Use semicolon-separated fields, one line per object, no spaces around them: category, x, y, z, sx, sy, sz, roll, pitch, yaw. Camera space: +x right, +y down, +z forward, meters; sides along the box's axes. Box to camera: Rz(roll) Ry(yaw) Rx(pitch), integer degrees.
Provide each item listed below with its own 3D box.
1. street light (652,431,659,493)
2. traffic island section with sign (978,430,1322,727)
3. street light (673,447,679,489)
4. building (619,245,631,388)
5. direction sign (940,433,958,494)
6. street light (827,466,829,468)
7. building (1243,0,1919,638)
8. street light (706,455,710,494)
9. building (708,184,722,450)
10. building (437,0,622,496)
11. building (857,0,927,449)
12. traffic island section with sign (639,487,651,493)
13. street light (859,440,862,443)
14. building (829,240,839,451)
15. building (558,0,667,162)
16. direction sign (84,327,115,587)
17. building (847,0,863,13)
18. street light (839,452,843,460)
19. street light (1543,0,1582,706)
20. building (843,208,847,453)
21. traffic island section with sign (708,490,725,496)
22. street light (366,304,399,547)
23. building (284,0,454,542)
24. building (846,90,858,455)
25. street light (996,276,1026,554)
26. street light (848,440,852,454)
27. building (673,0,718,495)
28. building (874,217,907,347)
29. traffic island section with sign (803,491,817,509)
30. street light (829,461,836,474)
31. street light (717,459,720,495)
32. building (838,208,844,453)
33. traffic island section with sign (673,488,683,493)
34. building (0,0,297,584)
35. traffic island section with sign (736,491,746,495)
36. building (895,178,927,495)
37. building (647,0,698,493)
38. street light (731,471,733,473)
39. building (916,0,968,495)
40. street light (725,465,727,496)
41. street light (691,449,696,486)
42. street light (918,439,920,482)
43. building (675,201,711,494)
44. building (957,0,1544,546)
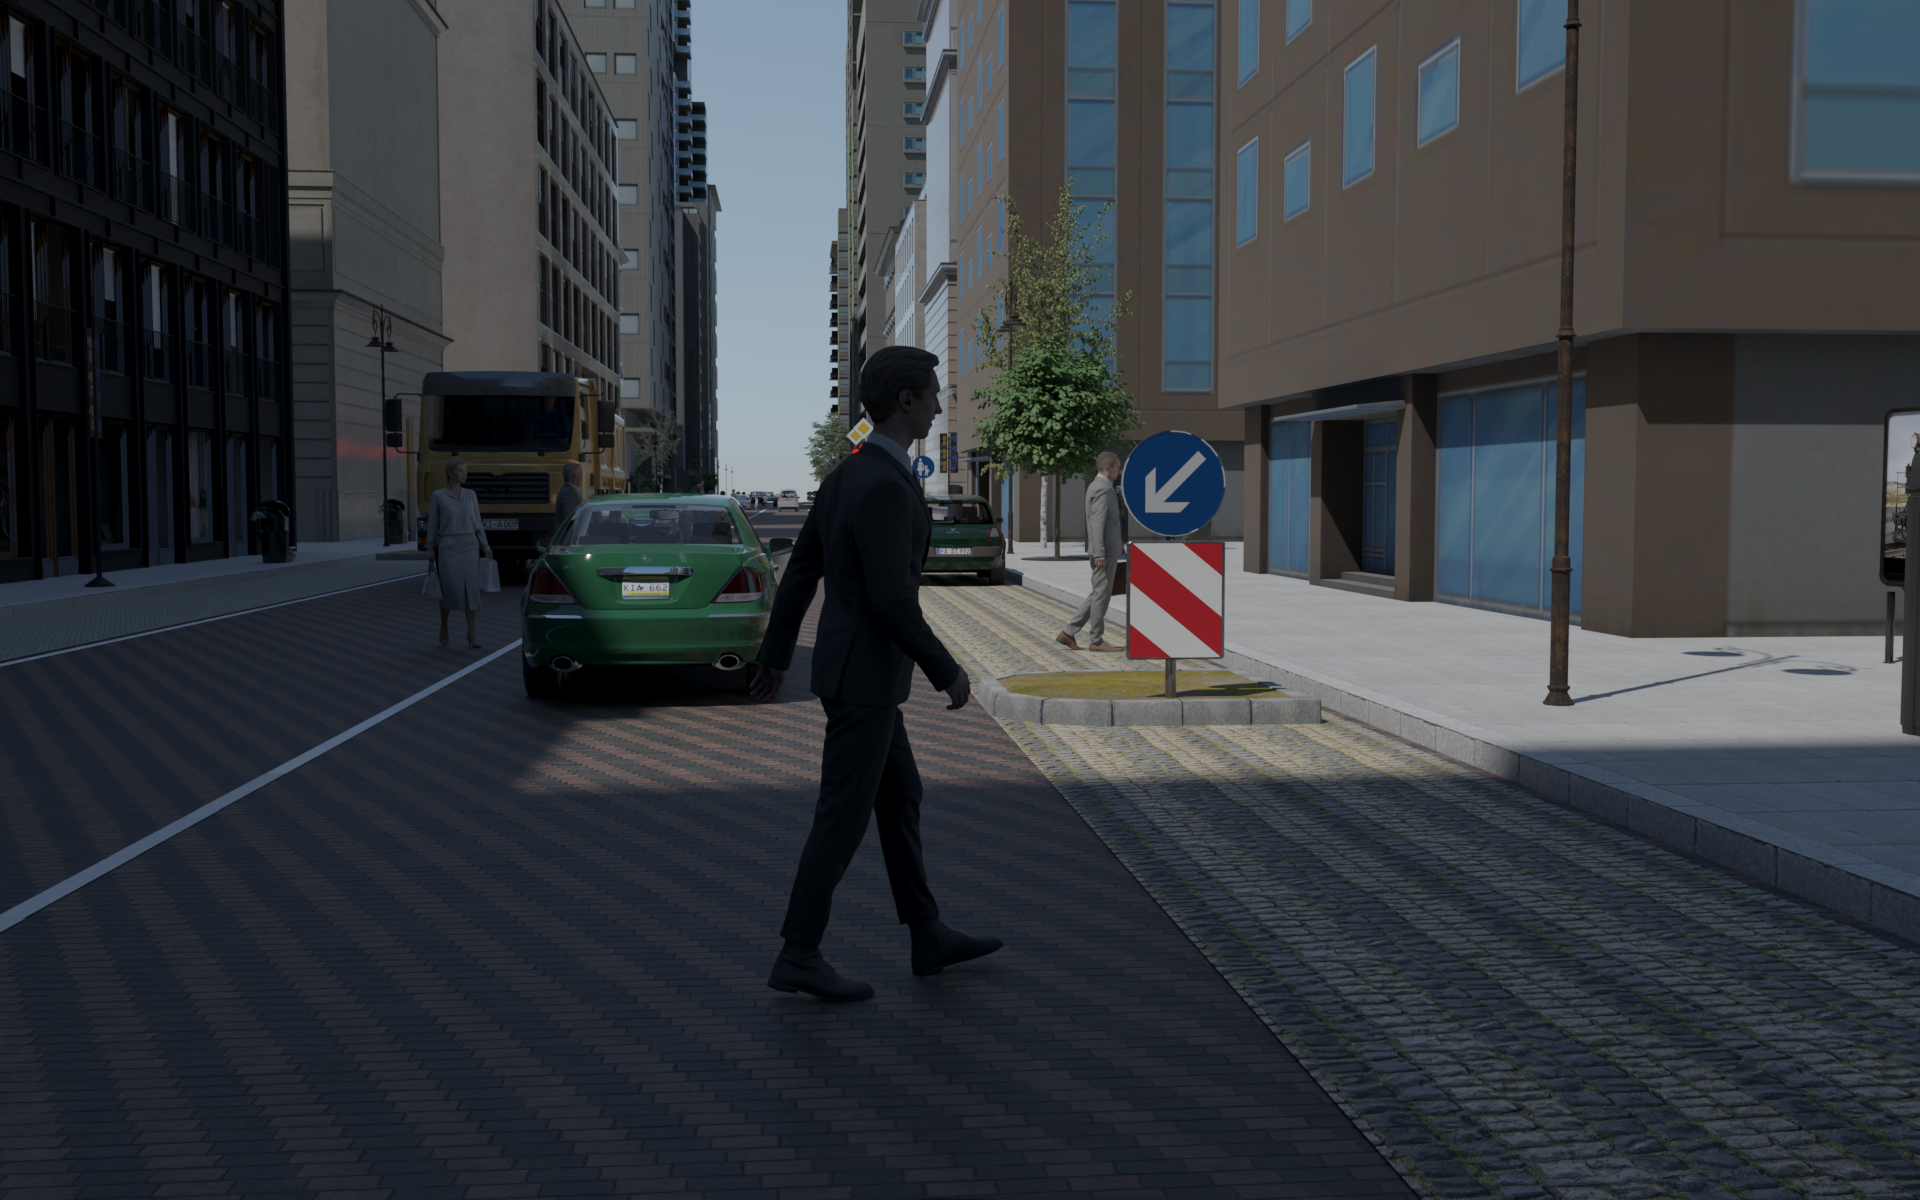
street light;-21.868;-9.291;124.698;0.468;5.910;1.993;0;4;-5
traffic island section with sign;1.156;-0.180;11.565;1.989;1.847;2.006;0;4;-5
street light;-24.189;-10.675;147.323;0.468;5.910;1.993;0;4;-5
building;-28.529;-17.015;114.346;11.583;22.565;21.152;0;4;-5
direction sign;-0.412;-4.424;64.331;0.876;3.537;0.379;3;5;41
street light;-16.793;-15.273;222.504;0.468;5.910;1.993;0;4;-5
building;11.853;-22.702;21.293;14.600;45.320;14.200;0;4;-5
street light;-29.097;-13.873;199.602;0.468;5.910;1.993;0;4;-5
building;-54.033;-42.613;285.954;28.713;52.752;27.495;0;4;-5
building;-28.453;-17.247;86.510;19.350;26.468;34.151;0;4;-5
building;1.473;-32.905;161.700;21.300;48.544;21.600;0;4;-5
traffic island section with sign;-16.943;-5.190;93.478;1.989;1.847;2.006;0;4;-5
street light;-6.841;-8.968;119.412;0.468;5.910;1.993;0;4;-5
building;-10.832;-38.982;291.972;22.147;44.769;28.867;0;4;-5
building;-40.872;-34.752;157.426;28.713;52.752;27.495;0;4;-5
direction sign;-11.937;-1.953;23.923;0.379;3.537;0.876;-1;4;-16
building;-5.299;-47.252;210.828;20.563;71.187;20.611;0;4;-5
street light;-11.676;-12.060;169.968;0.468;5.910;1.993;0;4;-5
street light;3.646;-2.299;10.374;0.468;5.910;1.993;0;4;-5
building;-5.482;-31.205;193.793;14.154;41.232;14.086;0;4;-5
traffic island section with sign;-24.160;-9.790;168.698;1.989;1.847;2.006;0;4;-5
street light;-14.041;-4.247;42.227;0.468;5.910;1.993;0;4;-5
building;-31.456;-13.346;51.486;30.059;22.955;16.112;0;4;-5
building;-4.190;-30.317;179.273;14.154;41.232;14.086;0;4;-5
street light;1.081;-3.923;36.932;0.468;5.910;1.993;0;4;-5
street light;-9.183;-10.552;145.307;0.468;5.910;1.993;0;4;-5
building;-47.141;-57.712;256.255;22.319;86.520;31.000;0;4;-5
building;-0.964;-16.883;126.941;10.553;20.767;40.483;0;4;-5
traffic island section with sign;-16.676;-11.565;197.714;1.989;1.847;2.006;0;4;-5
street light;-14.246;-13.657;196.082;0.468;5.910;1.993;0;4;-5
street light;-32.093;-15.746;230.236;0.468;5.910;1.993;0;4;-5
building;-10.594;-34.637;249.902;14.154;41.232;14.086;0;4;-5
traffic island section with sign;-19.538;-6.839;120.440;1.989;1.847;2.006;0;4;-5
building;-20.264;-12.238;29.762;12.332;23.373;15.834;0;4;-5
traffic island section with sign;-34.657;-16.490;278.230;1.989;1.847;2.006;0;4;-5
building;2.014;-14.908;98.491;10.420;20.320;16.860;0;4;-5
building;-38.291;-45.442;181.227;20.563;71.187;20.611;0;4;-5
street light;-37.153;-18.924;282.194;0.468;5.910;1.993;0;4;-5
building;8.501;-17.954;79.456;20.117;28.700;13.634;0;4;-5
street light;-34.592;-17.345;256.384;0.468;5.910;1.993;0;4;-5
street light;-26.580;-12.255;173.149;0.468;5.910;1.993;0;4;-5
street light;-1.491;-5.524;63.110;0.468;5.910;1.993;0;4;-5
building;-41.459;-33.754;235.473;14.154;41.232;14.086;0;4;-5
building;7.447;-24.561;51.691;14.600;45.320;14.200;0;4;-5
